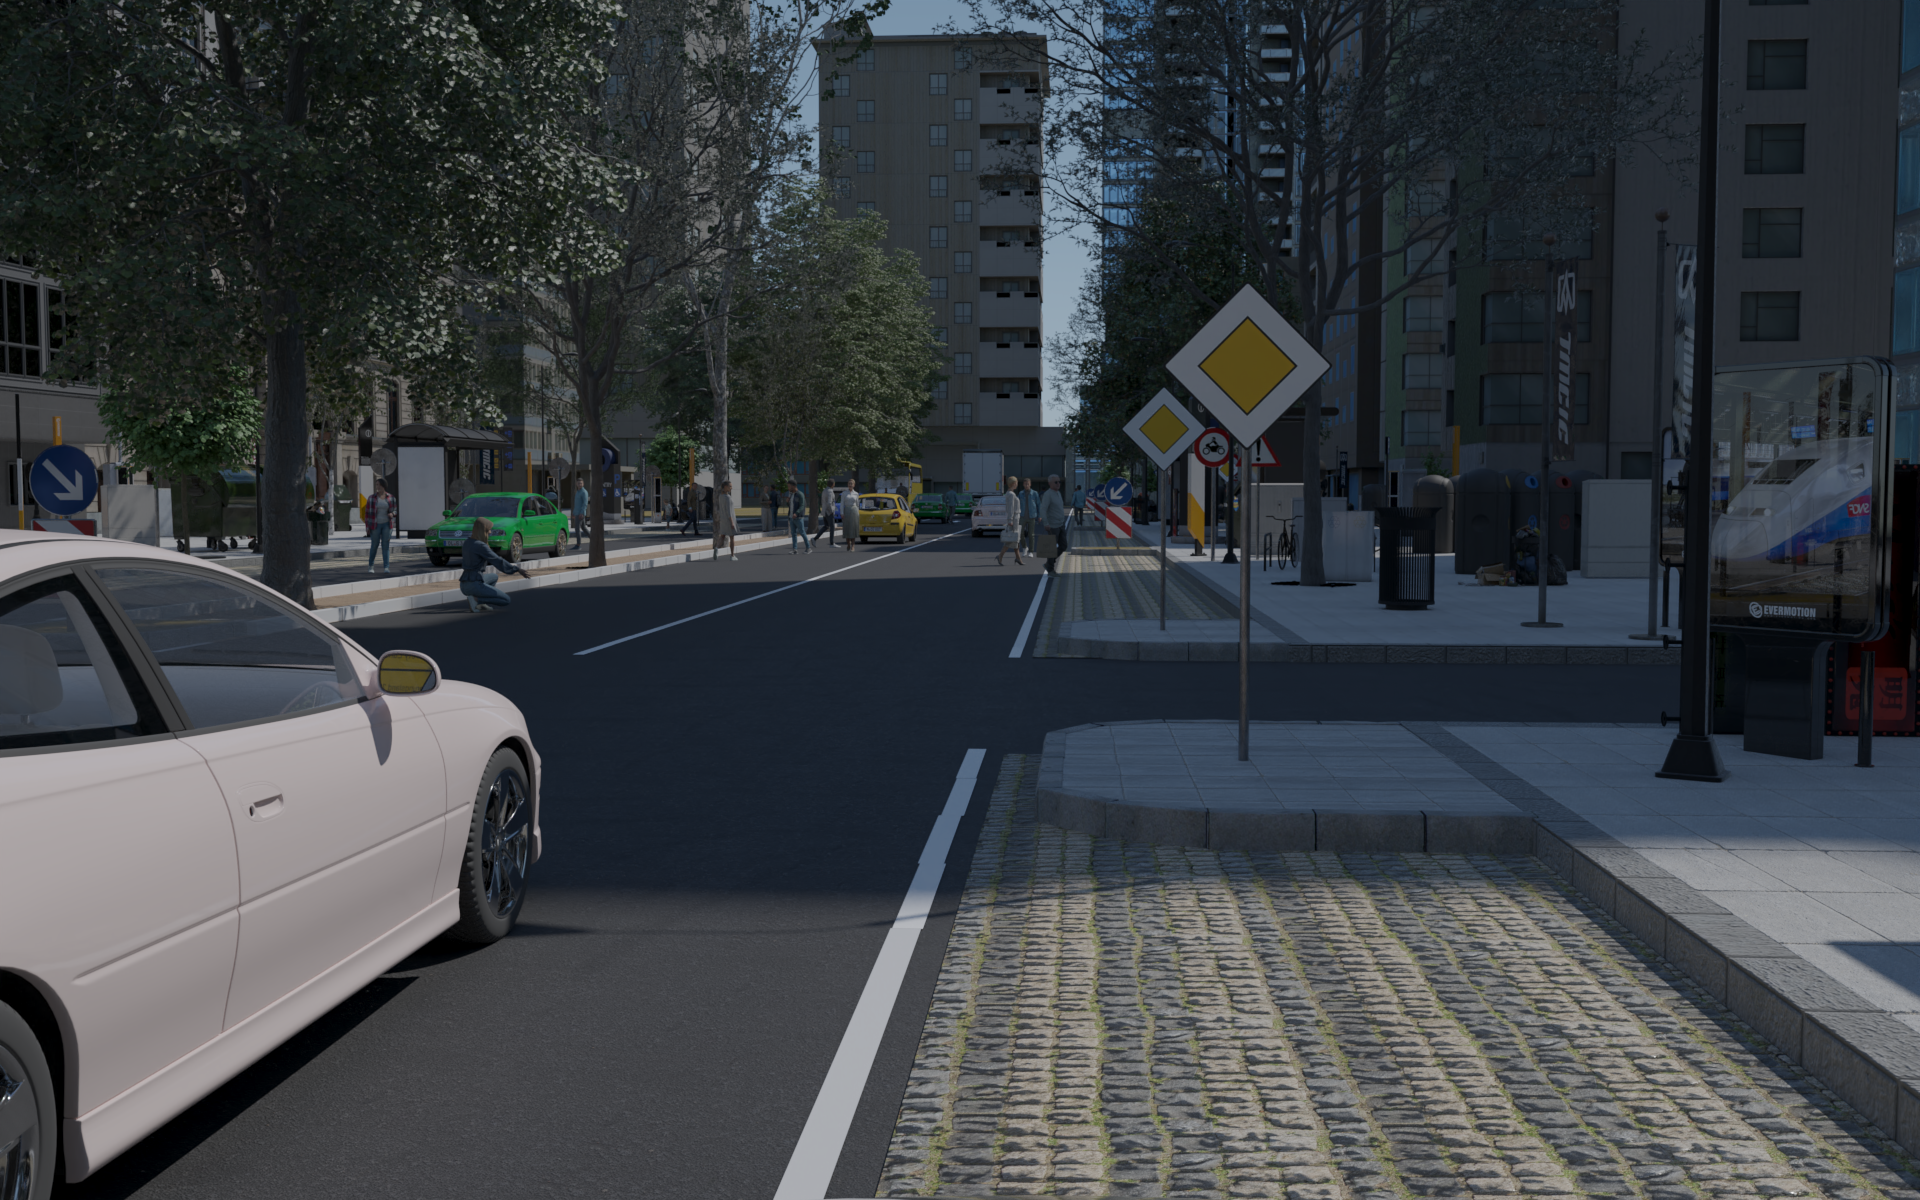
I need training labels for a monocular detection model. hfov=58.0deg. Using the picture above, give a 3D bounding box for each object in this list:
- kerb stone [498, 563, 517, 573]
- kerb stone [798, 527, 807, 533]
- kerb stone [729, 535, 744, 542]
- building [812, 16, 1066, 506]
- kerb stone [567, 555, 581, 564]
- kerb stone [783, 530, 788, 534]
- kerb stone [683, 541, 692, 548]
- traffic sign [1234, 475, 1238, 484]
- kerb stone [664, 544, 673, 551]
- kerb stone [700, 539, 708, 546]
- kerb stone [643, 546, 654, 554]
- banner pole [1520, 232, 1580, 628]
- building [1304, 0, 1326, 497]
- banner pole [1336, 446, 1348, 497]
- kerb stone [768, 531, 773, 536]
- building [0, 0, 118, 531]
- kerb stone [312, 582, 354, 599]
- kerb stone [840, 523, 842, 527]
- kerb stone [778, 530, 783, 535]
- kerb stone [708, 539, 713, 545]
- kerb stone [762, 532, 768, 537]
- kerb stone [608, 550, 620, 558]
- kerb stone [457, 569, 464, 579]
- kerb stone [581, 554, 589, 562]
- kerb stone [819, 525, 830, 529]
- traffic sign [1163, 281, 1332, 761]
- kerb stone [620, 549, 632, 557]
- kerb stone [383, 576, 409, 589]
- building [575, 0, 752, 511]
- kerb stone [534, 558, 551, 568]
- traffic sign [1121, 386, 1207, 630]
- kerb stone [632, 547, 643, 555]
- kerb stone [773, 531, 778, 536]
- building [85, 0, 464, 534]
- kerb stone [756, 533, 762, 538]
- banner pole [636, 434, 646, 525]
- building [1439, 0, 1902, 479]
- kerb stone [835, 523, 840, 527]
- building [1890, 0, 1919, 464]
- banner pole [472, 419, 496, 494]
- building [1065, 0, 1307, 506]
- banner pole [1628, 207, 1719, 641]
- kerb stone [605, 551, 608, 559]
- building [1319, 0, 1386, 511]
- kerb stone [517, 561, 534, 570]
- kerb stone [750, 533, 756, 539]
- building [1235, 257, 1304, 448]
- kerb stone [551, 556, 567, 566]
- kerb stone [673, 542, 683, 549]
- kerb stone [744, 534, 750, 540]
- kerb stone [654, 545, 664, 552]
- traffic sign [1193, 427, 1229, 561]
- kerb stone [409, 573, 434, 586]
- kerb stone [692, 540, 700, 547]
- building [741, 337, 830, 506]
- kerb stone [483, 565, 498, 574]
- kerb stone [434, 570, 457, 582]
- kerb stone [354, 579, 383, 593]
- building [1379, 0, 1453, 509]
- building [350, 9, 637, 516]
[{"bbox_3d":[-8.311,-0.566,31.455,0.120,0.150,1.000,0,4,4],"label":"kerb stone"},{"bbox_3d":[-6.010,-2.629,65.187,0.120,0.150,1.000,0,4,4],"label":"kerb stone"},{"bbox_3d":[-6.847,-1.880,52.929,0.120,0.150,1.000,0,4,4],"label":"kerb stone"},{"bbox_3d":[-1.398,-37.352,199.935,27.495,52.752,28.713,0,4,4],"label":"building"},{"bbox_3d":[-8.036,-0.816,35.548,0.120,0.150,1.000,0,4,4],"label":"kerb stone"},{"bbox_3d":[-6.290,-2.378,61.103,0.120,0.150,1.000,0,4,4],"label":"kerb stone"},{"bbox_3d":[-7.332,-1.438,45.775,0.120,0.150,1.000,0,4,4],"label":"kerb stone"},{"bbox_3d":[11.246,-4.317,70.587,0.884,2.594,0.081,1,4,10],"label":"traffic sign"},{"bbox_3d":[-7.475,-1.315,43.728,0.120,0.150,1.000,0,4,4],"label":"kerb stone"},{"bbox_3d":[-7.195,-1.567,47.825,0.120,0.150,1.000,0,4,4],"label":"kerb stone"},{"bbox_3d":[-7.608,-1.191,41.686,0.120,0.150,1.000,0,4,4],"label":"kerb stone"},{"bbox_3d":[5.665,-1.617,16.455,0.401,3.779,0.863,0,4,-5],"label":"banner pole"},{"bbox_3d":[32.323,-41.326,113.925,20.563,71.187,20.611,0,4,4],"label":"building"},{"bbox_3d":[19.651,-6.080,89.429,0.863,3.779,0.401,-1,4,-19],"label":"banner pole"},{"bbox_3d":[-6.496,-2.192,58.034,0.120,0.150,1.000,0,4,4],"label":"kerb stone"},{"bbox_3d":[-33.206,-15.146,41.148,14.314,27.812,24.014,0,4,4],"label":"building"},{"bbox_3d":[-8.798,-0.128,24.288,0.120,0.150,1.000,0,4,4],"label":"kerb stone"},{"bbox_3d":[-5.310,-3.253,75.414,0.120,0.150,1.000,0,4,4],"label":"kerb stone"},{"bbox_3d":[-6.360,-2.315,60.083,0.120,0.150,1.000,0,4,4],"label":"kerb stone"},{"bbox_3d":[-7.128,-1.626,48.846,0.120,0.150,1.000,0,4,4],"label":"kerb stone"},{"bbox_3d":[-6.564,-2.130,57.013,0.120,0.150,1.000,0,4,4],"label":"kerb stone"},{"bbox_3d":[-7.820,-1.004,38.617,0.120,0.150,1.000,0,4,4],"label":"kerb stone"},{"bbox_3d":[-8.447,-0.441,29.405,0.120,0.150,1.000,0,4,4],"label":"kerb stone"},{"bbox_3d":[-7.964,-0.879,36.571,0.120,0.150,1.000,0,4,4],"label":"kerb stone"},{"bbox_3d":[-5.590,-3.003,71.316,0.120,0.150,1.000,0,4,4],"label":"kerb stone"},{"bbox_3d":[1.362,-0.284,8.280,0.795,2.450,0.064,0,4,4],"label":"traffic sign"},{"bbox_3d":[-7.756,-1.067,39.637,0.120,0.150,1.000,0,4,4],"label":"kerb stone"},{"bbox_3d":[-8.665,-0.248,26.333,0.120,0.150,1.000,0,4,4],"label":"kerb stone"},{"bbox_3d":[-32.664,-33.932,144.029,27.495,52.752,28.713,0,4,4],"label":"building"},{"bbox_3d":[-8.172,-0.691,33.500,0.120,0.150,1.000,0,4,4],"label":"kerb stone"},{"bbox_3d":[1.906,-0.771,16.246,0.795,2.450,0.064,0,4,4],"label":"traffic sign"},{"bbox_3d":[-7.679,-1.129,40.657,0.120,0.150,1.000,0,4,4],"label":"kerb stone"},{"bbox_3d":[-6.422,-2.255,59.062,0.120,0.150,1.000,0,4,4],"label":"kerb stone"},{"bbox_3d":[-31.620,-15.378,70.517,14.460,24.649,34.723,0,4,4],"label":"building"},{"bbox_3d":[-6.636,-2.067,55.988,0.120,0.150,1.000,0,4,4],"label":"kerb stone"},{"bbox_3d":[-13.209,-5.019,72.076,0.401,3.779,0.863,-2,4,-30],"label":"banner pole"},{"bbox_3d":[23.779,-17.588,59.264,14.160,30.474,14.107,0,4,4],"label":"building"},{"bbox_3d":[-5.377,-3.193,74.394,0.120,0.150,1.000,0,4,4],"label":"kerb stone"},{"bbox_3d":[66.832,-31.823,139.915,30.456,49.044,23.786,0,4,4],"label":"building"},{"bbox_3d":[-15.398,-4.021,55.768,0.863,3.779,0.401,-1,4,-18],"label":"banner pole"},{"bbox_3d":[27.548,-53.873,193.498,31.000,86.520,22.319,0,4,4],"label":"building"},{"bbox_3d":[6.346,-1.547,15.317,0.863,3.779,0.401,-1,4,-23],"label":"banner pole"},{"bbox_3d":[-7.900,-0.942,37.598,0.120,0.150,1.000,0,4,4],"label":"kerb stone"},{"bbox_3d":[28.247,-27.312,96.666,14.600,45.320,14.200,0,4,4],"label":"building"},{"bbox_3d":[-8.248,-0.620,32.476,0.120,0.150,1.000,0,4,4],"label":"kerb stone"},{"bbox_3d":[-6.705,-2.004,54.968,0.120,0.150,1.000,0,4,4],"label":"kerb stone"},{"bbox_3d":[37.464,-18.032,139.857,27.650,21.520,28.899,0,4,4],"label":"building"},{"bbox_3d":[-8.096,-0.754,34.528,0.120,0.150,1.000,0,4,4],"label":"kerb stone"},{"bbox_3d":[-7.405,-1.380,44.750,0.120,0.150,1.000,0,4,4],"label":"kerb stone"},{"bbox_3d":[-6.780,-1.942,53.949,0.120,0.150,1.000,0,4,4],"label":"kerb stone"},{"bbox_3d":[-7.547,-1.255,42.707,0.120,0.150,1.000,0,4,4],"label":"kerb stone"},{"bbox_3d":[4.838,-2.015,33.057,0.768,2.556,0.104,1,4,12],"label":"traffic sign"},{"bbox_3d":[-8.589,-0.316,27.354,0.120,0.150,1.000,0,4,4],"label":"kerb stone"},{"bbox_3d":[-7.271,-1.499,46.806,0.120,0.150,1.000,0,4,4],"label":"kerb stone"},{"bbox_3d":[-29.555,-21.859,202.431,28.899,21.520,27.650,0,4,4],"label":"building"},{"bbox_3d":[-8.381,-0.504,30.429,0.120,0.150,1.000,0,4,4],"label":"kerb stone"},{"bbox_3d":[-8.523,-0.378,28.381,0.120,0.150,1.000,0,4,4],"label":"kerb stone"},{"bbox_3d":[-8.729,-0.191,25.311,0.120,0.150,1.000,0,4,4],"label":"kerb stone"},{"bbox_3d":[27.274,-24.387,82.327,14.154,41.232,14.086,0,4,4],"label":"building"},{"bbox_3d":[-37.182,-25.321,105.887,32.217,40.220,23.993,0,4,4],"label":"building"}]
